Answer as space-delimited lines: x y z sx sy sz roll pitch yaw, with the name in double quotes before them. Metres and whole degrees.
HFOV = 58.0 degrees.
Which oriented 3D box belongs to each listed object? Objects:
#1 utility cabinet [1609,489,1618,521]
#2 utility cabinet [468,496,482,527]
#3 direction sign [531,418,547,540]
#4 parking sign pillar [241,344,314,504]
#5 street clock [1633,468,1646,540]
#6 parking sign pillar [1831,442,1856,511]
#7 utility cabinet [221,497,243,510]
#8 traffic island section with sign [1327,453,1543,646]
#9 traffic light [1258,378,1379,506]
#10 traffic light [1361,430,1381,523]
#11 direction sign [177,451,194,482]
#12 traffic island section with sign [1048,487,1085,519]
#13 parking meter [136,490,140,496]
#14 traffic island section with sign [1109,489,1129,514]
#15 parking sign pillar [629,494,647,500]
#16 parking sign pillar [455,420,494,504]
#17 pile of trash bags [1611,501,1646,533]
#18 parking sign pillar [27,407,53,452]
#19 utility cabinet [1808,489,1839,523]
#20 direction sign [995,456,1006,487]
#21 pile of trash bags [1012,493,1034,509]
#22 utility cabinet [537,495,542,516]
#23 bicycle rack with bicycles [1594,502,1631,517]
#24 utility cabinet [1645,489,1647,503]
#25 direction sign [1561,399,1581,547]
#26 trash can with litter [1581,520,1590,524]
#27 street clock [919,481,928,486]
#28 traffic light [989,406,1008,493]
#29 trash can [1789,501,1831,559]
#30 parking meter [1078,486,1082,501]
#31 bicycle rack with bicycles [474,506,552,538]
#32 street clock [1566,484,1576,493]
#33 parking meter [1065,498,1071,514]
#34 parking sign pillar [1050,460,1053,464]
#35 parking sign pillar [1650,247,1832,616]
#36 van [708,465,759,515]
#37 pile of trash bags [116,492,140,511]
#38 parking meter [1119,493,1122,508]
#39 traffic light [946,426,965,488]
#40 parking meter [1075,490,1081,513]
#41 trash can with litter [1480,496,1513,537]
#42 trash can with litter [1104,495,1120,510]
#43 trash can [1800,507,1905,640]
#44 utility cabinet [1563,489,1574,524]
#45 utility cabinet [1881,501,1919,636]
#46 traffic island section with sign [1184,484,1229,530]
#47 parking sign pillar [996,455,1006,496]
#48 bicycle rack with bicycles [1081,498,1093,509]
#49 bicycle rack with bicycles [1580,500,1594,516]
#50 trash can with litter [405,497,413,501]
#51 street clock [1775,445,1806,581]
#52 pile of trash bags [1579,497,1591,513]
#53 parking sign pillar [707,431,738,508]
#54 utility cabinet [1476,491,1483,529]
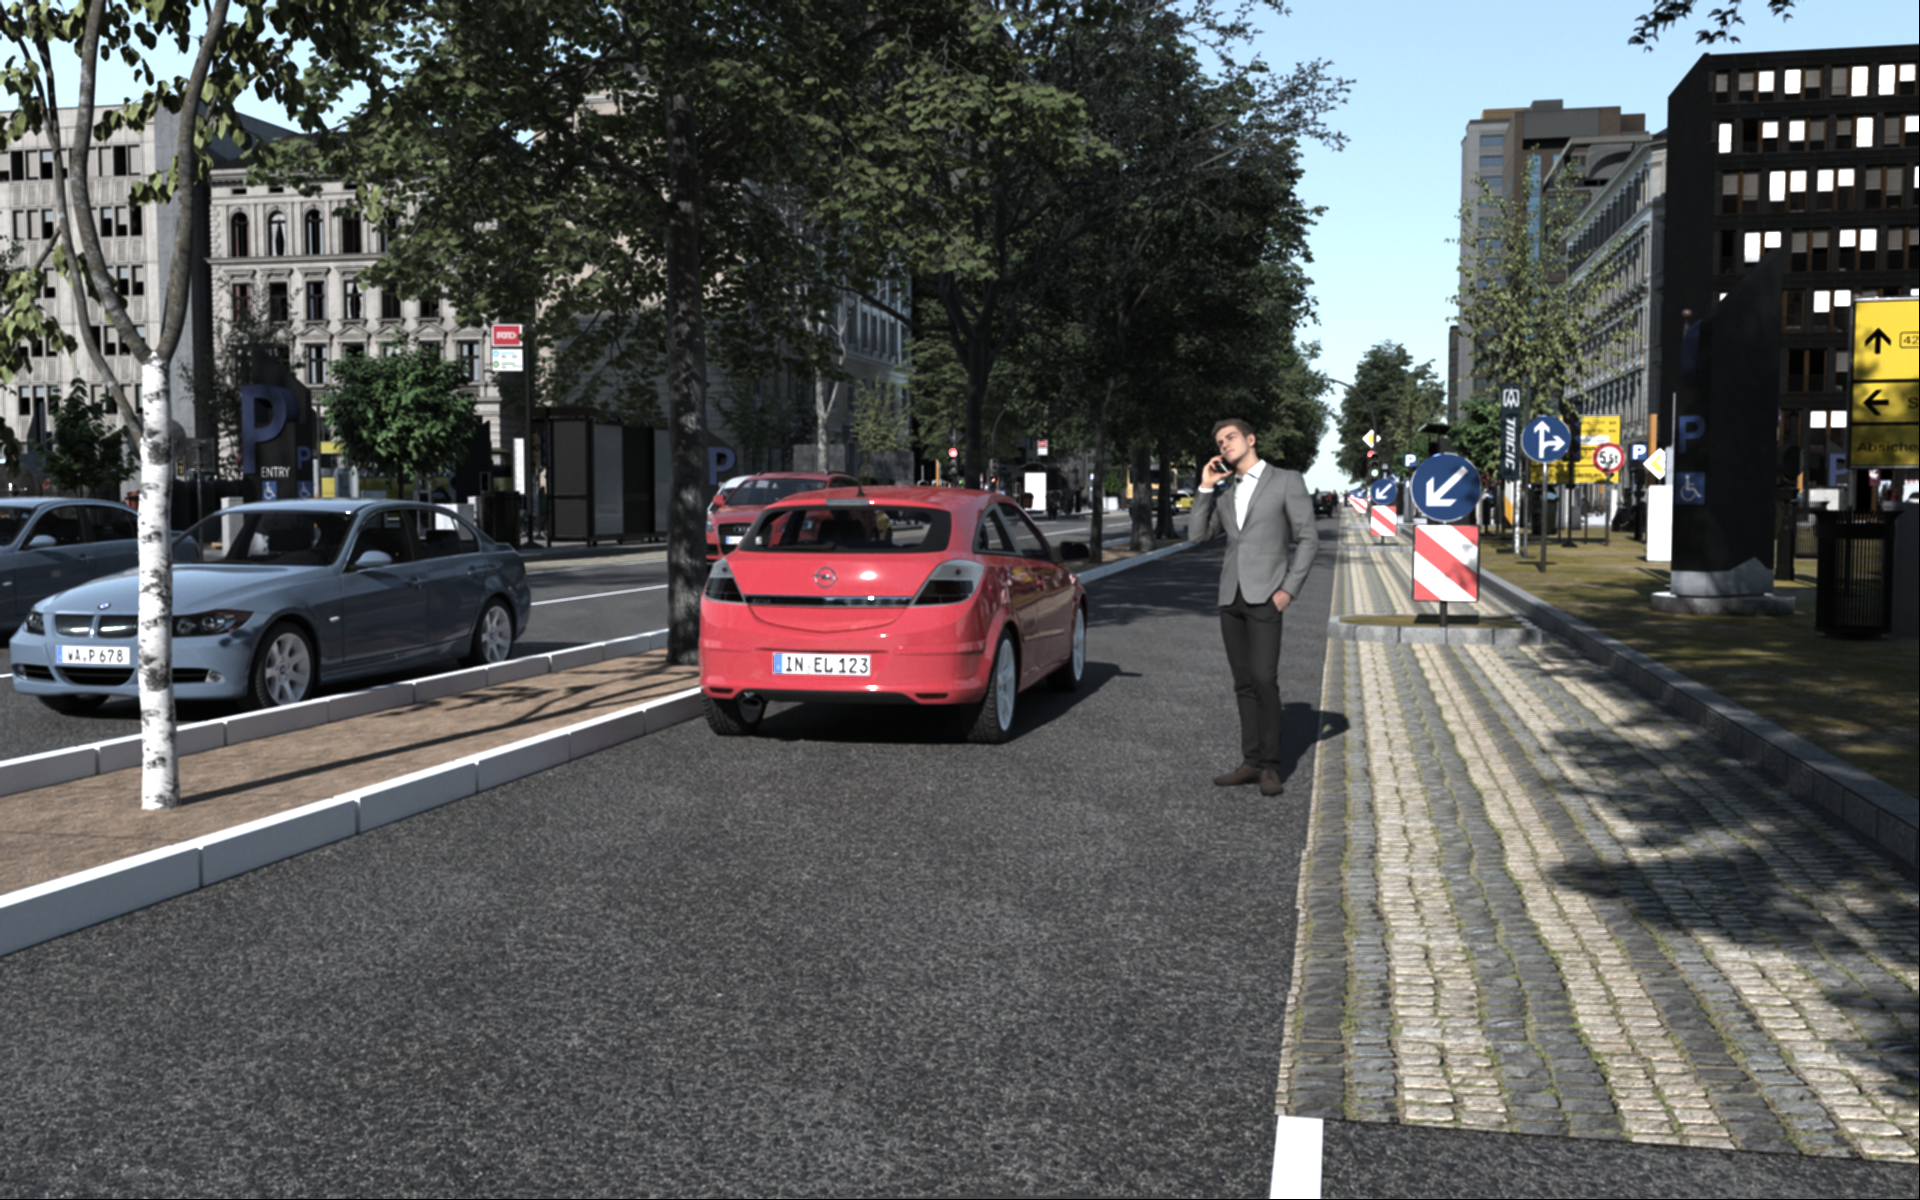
"utility cabinet" 30.934 -4.484 81.985 0.318 1.500 1.173 1 4 16
"utility cabinet" -14.888 -2.604 53.742 0.306 1.237 1.020 1 4 14
"direction sign" -11.733 -3.439 48.233 0.379 3.537 0.876 1 4 22
"parking sign pillar" -12.126 -2.586 30.758 1.447 3.967 1.447 2 4 26
"street clock" 18.947 -2.675 48.310 0.358 2.002 0.471 1 4 11
"parking sign pillar" 42.301 -5.796 83.237 1.447 3.967 1.447 1 4 8
"utility cabinet" -15.074 -1.557 36.616 0.306 1.237 1.020 2 4 33
"traffic island section with sign" 4.717 -0.536 17.387 1.989 1.847 2.006 1 4 12
"traffic light" 14.104 -5.706 67.965 4.771 5.953 1.251 1 4 12
"traffic light" 17.892 -5.292 75.451 0.839 4.253 0.868 1 4 12
"direction sign" -33.164 -5.029 74.214 0.876 3.537 0.379 1 4 17
"traffic island section with sign" 6.210 -5.618 100.488 1.989 1.847 2.006 1 4 12
"parking meter" -46.418 -5.483 98.062 0.372 1.533 0.369 0 3 0
"traffic island section with sign" 12.036 -7.228 126.808 1.989 1.847 2.006 1 4 12
"parking sign pillar" -9.683 -4.015 54.119 1.447 3.967 1.447 1 4 20
"parking sign pillar" -17.823 -4.594 63.581 1.447 3.967 1.447 0 4 6
"pile of trash bags" 23.825 -2.963 58.195 3.447 1.369 1.912 0 4 1
"parking sign pillar" -28.779 -4.019 54.186 1.447 3.967 1.447 -3 5 -40
"utility cabinet" 37.747 -4.101 75.735 1.173 1.500 0.318 1 4 13
"direction sign" 2.325 -6.778 102.819 0.876 3.537 0.379 1 4 14
"pile of trash bags" 2.828 -5.575 100.899 3.447 1.369 1.912 2 4 35
"utility cabinet" -22.270 -4.989 92.728 1.020 1.237 0.306 -1 4 -18
"bicycle rack with bicycles" 33.735 -4.447 86.098 2.852 0.926 2.925 -1 4 -11
"utility cabinet" 29.181 -3.923 72.816 1.173 1.500 0.318 -1 4 -22
"direction sign" 14.730 -3.043 41.757 0.876 3.537 0.379 -3 5 -44
"trash can with litter" 27.147 -3.991 76.318 2.233 1.210 1.678 -3 4 -38
"street clock" -2.055 -5.695 97.688 0.471 2.002 0.358 -2 4 -31
"traffic light" 3.584 -6.358 78.628 4.771 5.953 1.251 1 4 12
"trash can" 16.881 -1.394 34.447 0.748 1.137 0.748 0 3 0
"parking meter" 8.936 -7.614 130.197 0.255 1.863 0.399 -2 4 -29
"bicycle rack with bicycles" -12.962 -2.334 51.541 2.925 0.926 2.852 2 4 25
"street clock" 28.207 -4.616 80.043 0.471 2.002 0.358 0 4 -4
"parking meter" 6.905 -6.251 110.608 0.372 1.533 0.369 0 3 0
"parking sign pillar" 7.255 -9.145 137.997 1.447 3.967 1.447 -1 4 -14
"parking sign pillar" 8.318 -1.854 18.792 1.447 3.967 1.447 -2 4 -34
"van" -4.182 -1.748 35.588 2.013 2.044 4.112 1 4 13
"pile of trash bags" -33.447 -3.641 69.288 1.912 1.369 3.447 -3 5 -39
"parking meter" 13.965 -8.808 149.726 0.399 1.863 0.255 -1 4 -19
"traffic light" -0.204 -5.035 71.249 0.839 4.253 0.868 1 4 12
"parking meter" 8.575 -7.184 125.869 0.372 1.533 0.369 0 3 0
"trash can with litter" 16.233 -2.564 52.981 1.678 1.210 2.233 1 4 19
"trash can with litter" 11.998 -7.886 139.989 2.233 1.210 1.678 -1 4 -11
"trash can" 7.941 -0.227 15.369 0.748 1.137 0.748 0 3 0
"utility cabinet" 25.637 -4.001 74.088 1.173 1.500 0.318 -1 4 -11
"utility cabinet" 8.803 -0.305 16.145 0.306 1.237 1.020 2 4 23
"traffic island section with sign" 10.057 -3.745 69.361 2.006 1.907 1.989 1 4 12
"parking sign pillar" 2.693 -7.638 113.347 1.447 3.967 1.447 -1 4 -8
"bicycle rack with bicycles" 10.976 -8.050 144.994 2.925 0.926 2.852 -3 5 -42
"bicycle rack with bicycles" 35.671 -5.294 99.933 2.925 0.926 2.852 1 4 19
"trash can with litter" -20.642 -3.333 65.884 1.055 1.170 0.624 -2 4 -28
"street clock" 12.257 -1.292 25.688 0.471 2.002 0.358 -1 4 -23
"pile of trash bags" 42.439 -6.712 119.497 1.912 1.369 3.447 1 4 15
"parking sign pillar" -9.858 -5.092 71.732 1.447 3.967 1.447 -1 4 -21
"utility cabinet" 18.902 -3.347 63.404 0.318 1.500 1.173 1 4 22
